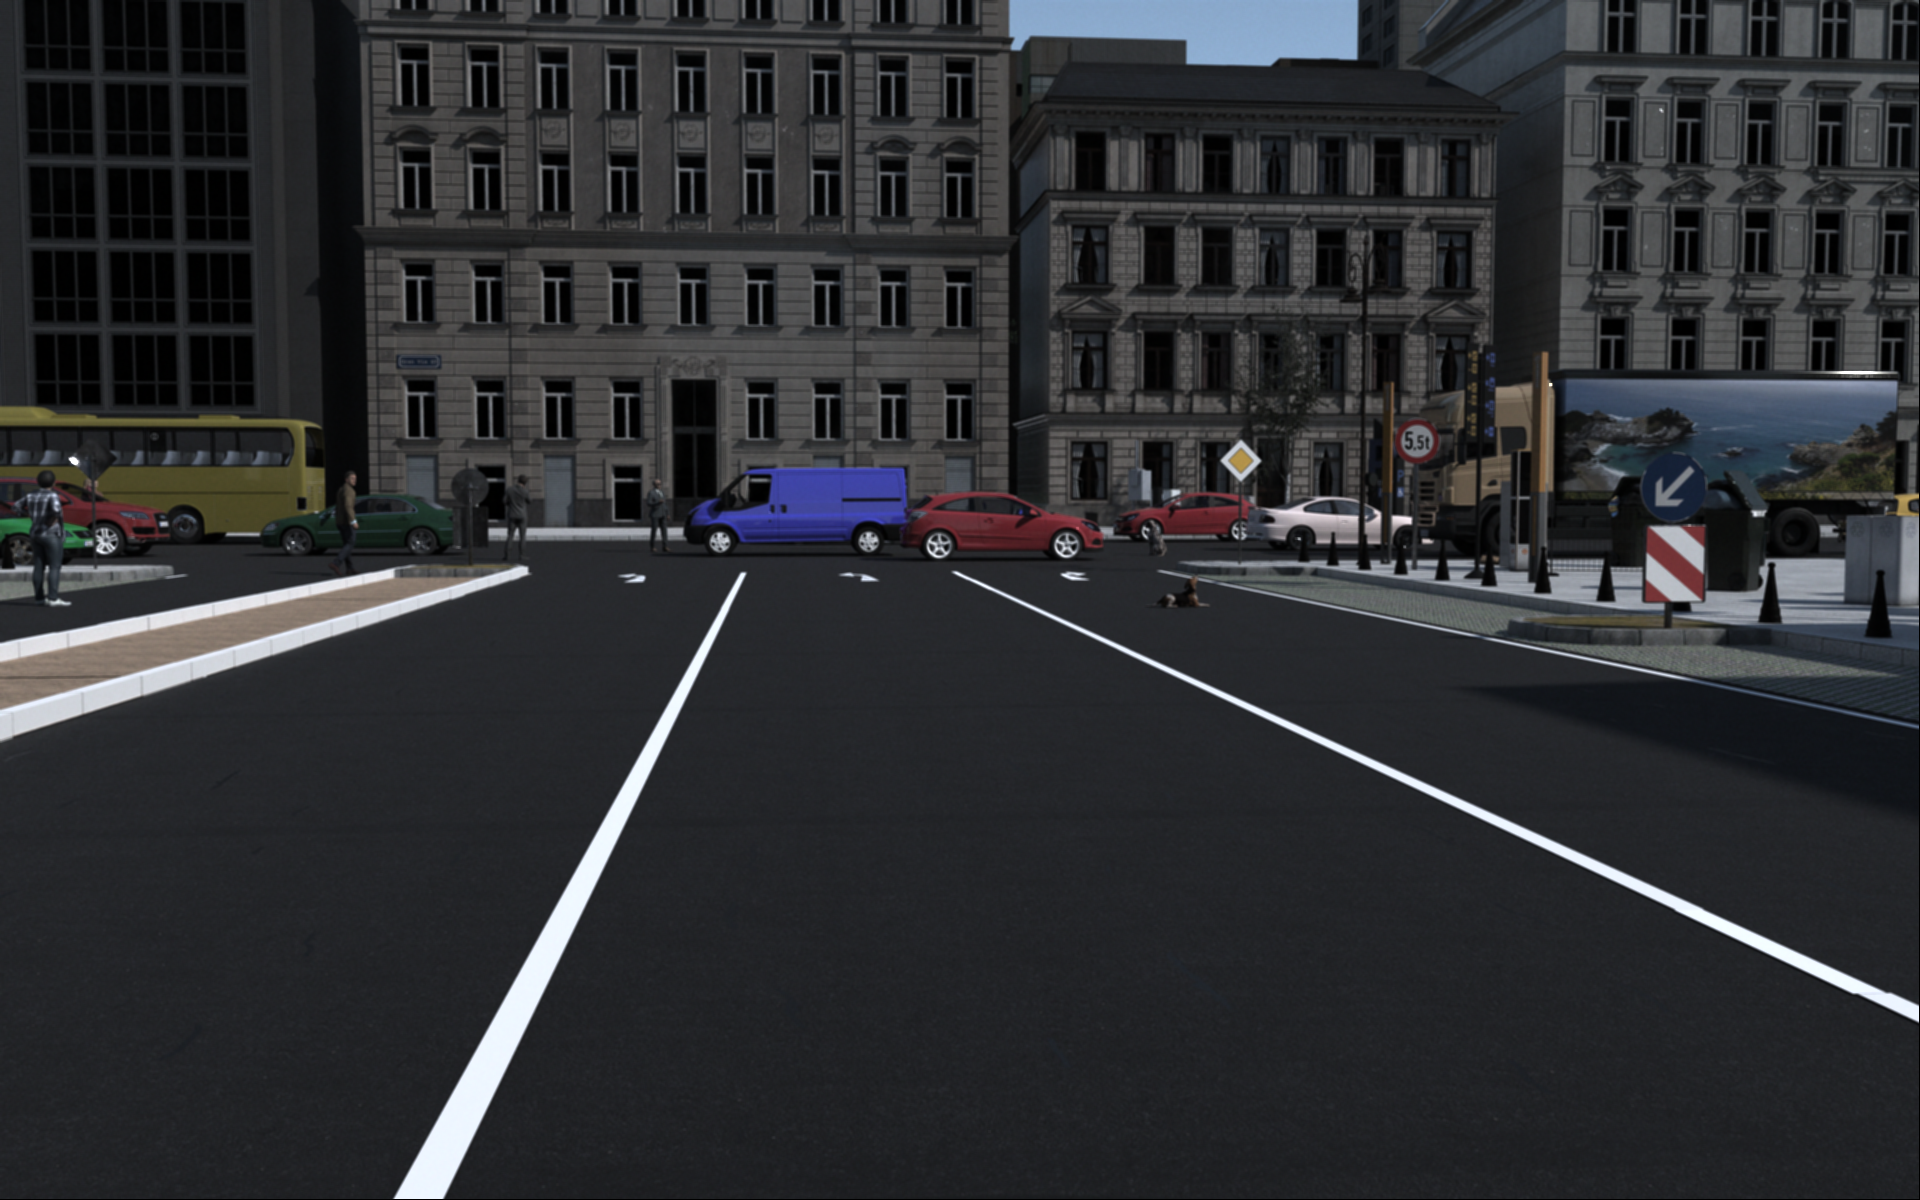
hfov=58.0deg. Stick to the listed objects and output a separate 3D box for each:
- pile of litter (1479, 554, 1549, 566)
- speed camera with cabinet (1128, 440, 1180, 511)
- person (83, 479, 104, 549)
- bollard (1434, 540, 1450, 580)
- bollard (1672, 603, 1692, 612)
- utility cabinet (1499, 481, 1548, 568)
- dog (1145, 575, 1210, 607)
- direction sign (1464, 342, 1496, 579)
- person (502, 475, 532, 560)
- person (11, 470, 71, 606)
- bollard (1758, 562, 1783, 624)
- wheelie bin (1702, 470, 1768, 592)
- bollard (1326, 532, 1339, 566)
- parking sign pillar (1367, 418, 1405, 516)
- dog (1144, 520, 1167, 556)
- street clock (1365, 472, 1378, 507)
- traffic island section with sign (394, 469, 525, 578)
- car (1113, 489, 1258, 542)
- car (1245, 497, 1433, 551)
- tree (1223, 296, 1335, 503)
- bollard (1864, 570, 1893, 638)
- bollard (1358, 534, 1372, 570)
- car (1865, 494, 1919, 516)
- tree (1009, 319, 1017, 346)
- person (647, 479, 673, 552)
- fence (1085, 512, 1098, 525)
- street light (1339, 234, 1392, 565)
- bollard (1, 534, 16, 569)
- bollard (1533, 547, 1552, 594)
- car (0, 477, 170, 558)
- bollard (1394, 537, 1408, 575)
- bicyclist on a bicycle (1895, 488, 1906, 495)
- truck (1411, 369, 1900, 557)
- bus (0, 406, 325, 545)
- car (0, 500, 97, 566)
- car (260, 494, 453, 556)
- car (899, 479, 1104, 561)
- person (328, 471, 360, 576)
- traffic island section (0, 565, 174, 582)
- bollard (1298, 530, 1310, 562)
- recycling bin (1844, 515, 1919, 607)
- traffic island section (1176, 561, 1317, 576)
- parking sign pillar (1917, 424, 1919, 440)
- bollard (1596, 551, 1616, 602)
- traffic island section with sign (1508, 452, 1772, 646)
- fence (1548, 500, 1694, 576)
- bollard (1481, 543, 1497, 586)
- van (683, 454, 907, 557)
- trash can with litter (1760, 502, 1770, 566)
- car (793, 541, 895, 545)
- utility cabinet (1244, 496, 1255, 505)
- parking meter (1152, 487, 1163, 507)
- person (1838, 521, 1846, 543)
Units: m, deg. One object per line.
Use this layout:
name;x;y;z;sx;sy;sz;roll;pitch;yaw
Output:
pile of litter;10.044;-1.072;31.485;1.176;0.858;1.719;0;4;-2
speed camera with cabinet;7.095;-4.213;63.219;0.660;3.252;2.038;-3;5;-44
person;-22.369;-2.208;44.574;0.573;1.828;0.580;-1;4;-12
bollard;7.206;-0.600;25.857;0.229;0.601;0.229;0;3;0
bollard;7.907;-0.180;18.977;0.229;0.601;0.229;0;3;0
utility cabinet;9.603;-1.273;29.494;0.318;1.500;1.173;0;4;-7
dog;2.765;-0.111;22.014;0.748;0.427;0.550;2;4;28
direction sign;7.850;-2.092;26.196;0.876;3.537;0.379;-3;5;-45
person;-9.617;-1.789;37.553;0.655;1.846;0.447;0;4;-7
person;-11.736;-0.795;22.217;0.841;1.734;0.376;2;4;28
bollard;8.078;-0.074;17.252;0.229;0.601;0.229;0;3;0
wheelie bin;10.256;-0.923;23.007;0.693;1.594;0.980;3;5;44
bollard;6.683;-0.917;31.027;0.229;0.601;0.229;0;3;0
parking sign pillar;14.955;-4.423;60.788;1.447;3.967;1.447;-3;4;-36
dog;4.589;-1.449;40.535;0.513;0.831;0.800;0;4;1
street clock;13.781;-3.274;58.104;0.471;2.002;0.358;-3;4;-36
traffic island section with sign;-8.734;-1.367;30.487;2.006;1.907;1.989;0;4;-6
car;6.853;-2.652;52.396;4.494;1.783;2.155;0;4;-7
car;9.767;-1.968;44.535;4.827;1.381;2.083;0;4;-8
tree;12.192;-7.009;64.957;4.360;8.622;3.978;0;3;0
bollard;8.248;0.031;15.535;0.229;0.601;0.229;0;3;0
bollard;6.854;-0.812;29.310;0.229;0.601;0.229;0;3;0
car;23.573;-1.924;41.683;3.980;1.641;2.015;0;4;-6
tree;-1.396;-16.594;127.192;12.611;20.169;13.585;0;3;0
person;-7.411;-2.090;42.845;0.590;1.801;0.661;3;4;36
fence;4.338;-2.558;57.197;0.278;0.683;2.069;0;4;-7
street light;7.248;-3.567;31.109;0.468;5.910;1.993;0;4;-6
bollard;-16.319;-0.834;29.673;0.229;0.601;0.229;0;3;0
bollard;7.551;-0.390;22.422;0.229;0.601;0.229;0;3;0
car;-20.883;-1.886;39.515;5.304;1.827;2.281;0;4;-6
bollard;7.029;-0.707;27.593;0.229;0.601;0.229;0;3;0
bicyclist on a bicycle;26.342;-2.349;48.428;1.625;1.676;1.499;0;4;-6
truck;15.637;-3.135;40.176;11.283;4.237;2.839;0;4;-4
bus;-24.758;-3.542;49.455;12.252;3.916;2.896;0;4;-7
car;-19.269;-1.511;33.499;4.718;1.807;1.959;0;4;-5
car;-13.953;-1.781;40.923;4.920;1.459;2.131;0;4;-6
car;0.919;-1.761;37.829;4.494;1.783;2.155;0;4;-5
person;-10.853;-1.360;30.641;0.656;1.842;0.836;1;4;20
traffic island section;-14.815;-0.450;29.639;2.009;0.180;2.903;0;4;-6
bollard;6.508;-1.022;32.750;0.229;0.601;0.229;0;3;0
recycling bin;10.839;-0.465;20.151;0.722;1.027;0.722;-2;4;-26
traffic island section;5.126;-0.573;31.643;2.009;0.180;2.903;0;4;-6
parking sign pillar;37.580;-4.783;66.680;1.447;3.967;1.447;0;4;4
bollard;7.724;-0.285;20.694;0.229;0.601;0.229;0;3;0
traffic island section with sign;6.588;-0.524;17.194;1.989;1.847;2.006;0;4;-6
fence;10.333;-0.969;27.041;2.264;1.192;0.480;1;4;10
bollard;7.380;-0.495;24.141;0.229;0.601;0.229;0;3;0
van;-3.811;-2.207;40.471;5.245;2.365;2.240;0;4;-6
trash can with litter;13.999;-1.202;31.043;0.624;1.170;1.055;-1;4;-12
car;-3.327;-2.268;49.657;3.894;1.354;1.945;0;4;-5
utility cabinet;9.615;-2.934;59.136;0.306;1.237;1.020;-2;4;-35
parking meter;6.776;-3.121;59.444;0.372;1.533;0.369;0;3;0
person;26.244;-2.139;51.392;0.347;0.859;0.695;2;4;30
